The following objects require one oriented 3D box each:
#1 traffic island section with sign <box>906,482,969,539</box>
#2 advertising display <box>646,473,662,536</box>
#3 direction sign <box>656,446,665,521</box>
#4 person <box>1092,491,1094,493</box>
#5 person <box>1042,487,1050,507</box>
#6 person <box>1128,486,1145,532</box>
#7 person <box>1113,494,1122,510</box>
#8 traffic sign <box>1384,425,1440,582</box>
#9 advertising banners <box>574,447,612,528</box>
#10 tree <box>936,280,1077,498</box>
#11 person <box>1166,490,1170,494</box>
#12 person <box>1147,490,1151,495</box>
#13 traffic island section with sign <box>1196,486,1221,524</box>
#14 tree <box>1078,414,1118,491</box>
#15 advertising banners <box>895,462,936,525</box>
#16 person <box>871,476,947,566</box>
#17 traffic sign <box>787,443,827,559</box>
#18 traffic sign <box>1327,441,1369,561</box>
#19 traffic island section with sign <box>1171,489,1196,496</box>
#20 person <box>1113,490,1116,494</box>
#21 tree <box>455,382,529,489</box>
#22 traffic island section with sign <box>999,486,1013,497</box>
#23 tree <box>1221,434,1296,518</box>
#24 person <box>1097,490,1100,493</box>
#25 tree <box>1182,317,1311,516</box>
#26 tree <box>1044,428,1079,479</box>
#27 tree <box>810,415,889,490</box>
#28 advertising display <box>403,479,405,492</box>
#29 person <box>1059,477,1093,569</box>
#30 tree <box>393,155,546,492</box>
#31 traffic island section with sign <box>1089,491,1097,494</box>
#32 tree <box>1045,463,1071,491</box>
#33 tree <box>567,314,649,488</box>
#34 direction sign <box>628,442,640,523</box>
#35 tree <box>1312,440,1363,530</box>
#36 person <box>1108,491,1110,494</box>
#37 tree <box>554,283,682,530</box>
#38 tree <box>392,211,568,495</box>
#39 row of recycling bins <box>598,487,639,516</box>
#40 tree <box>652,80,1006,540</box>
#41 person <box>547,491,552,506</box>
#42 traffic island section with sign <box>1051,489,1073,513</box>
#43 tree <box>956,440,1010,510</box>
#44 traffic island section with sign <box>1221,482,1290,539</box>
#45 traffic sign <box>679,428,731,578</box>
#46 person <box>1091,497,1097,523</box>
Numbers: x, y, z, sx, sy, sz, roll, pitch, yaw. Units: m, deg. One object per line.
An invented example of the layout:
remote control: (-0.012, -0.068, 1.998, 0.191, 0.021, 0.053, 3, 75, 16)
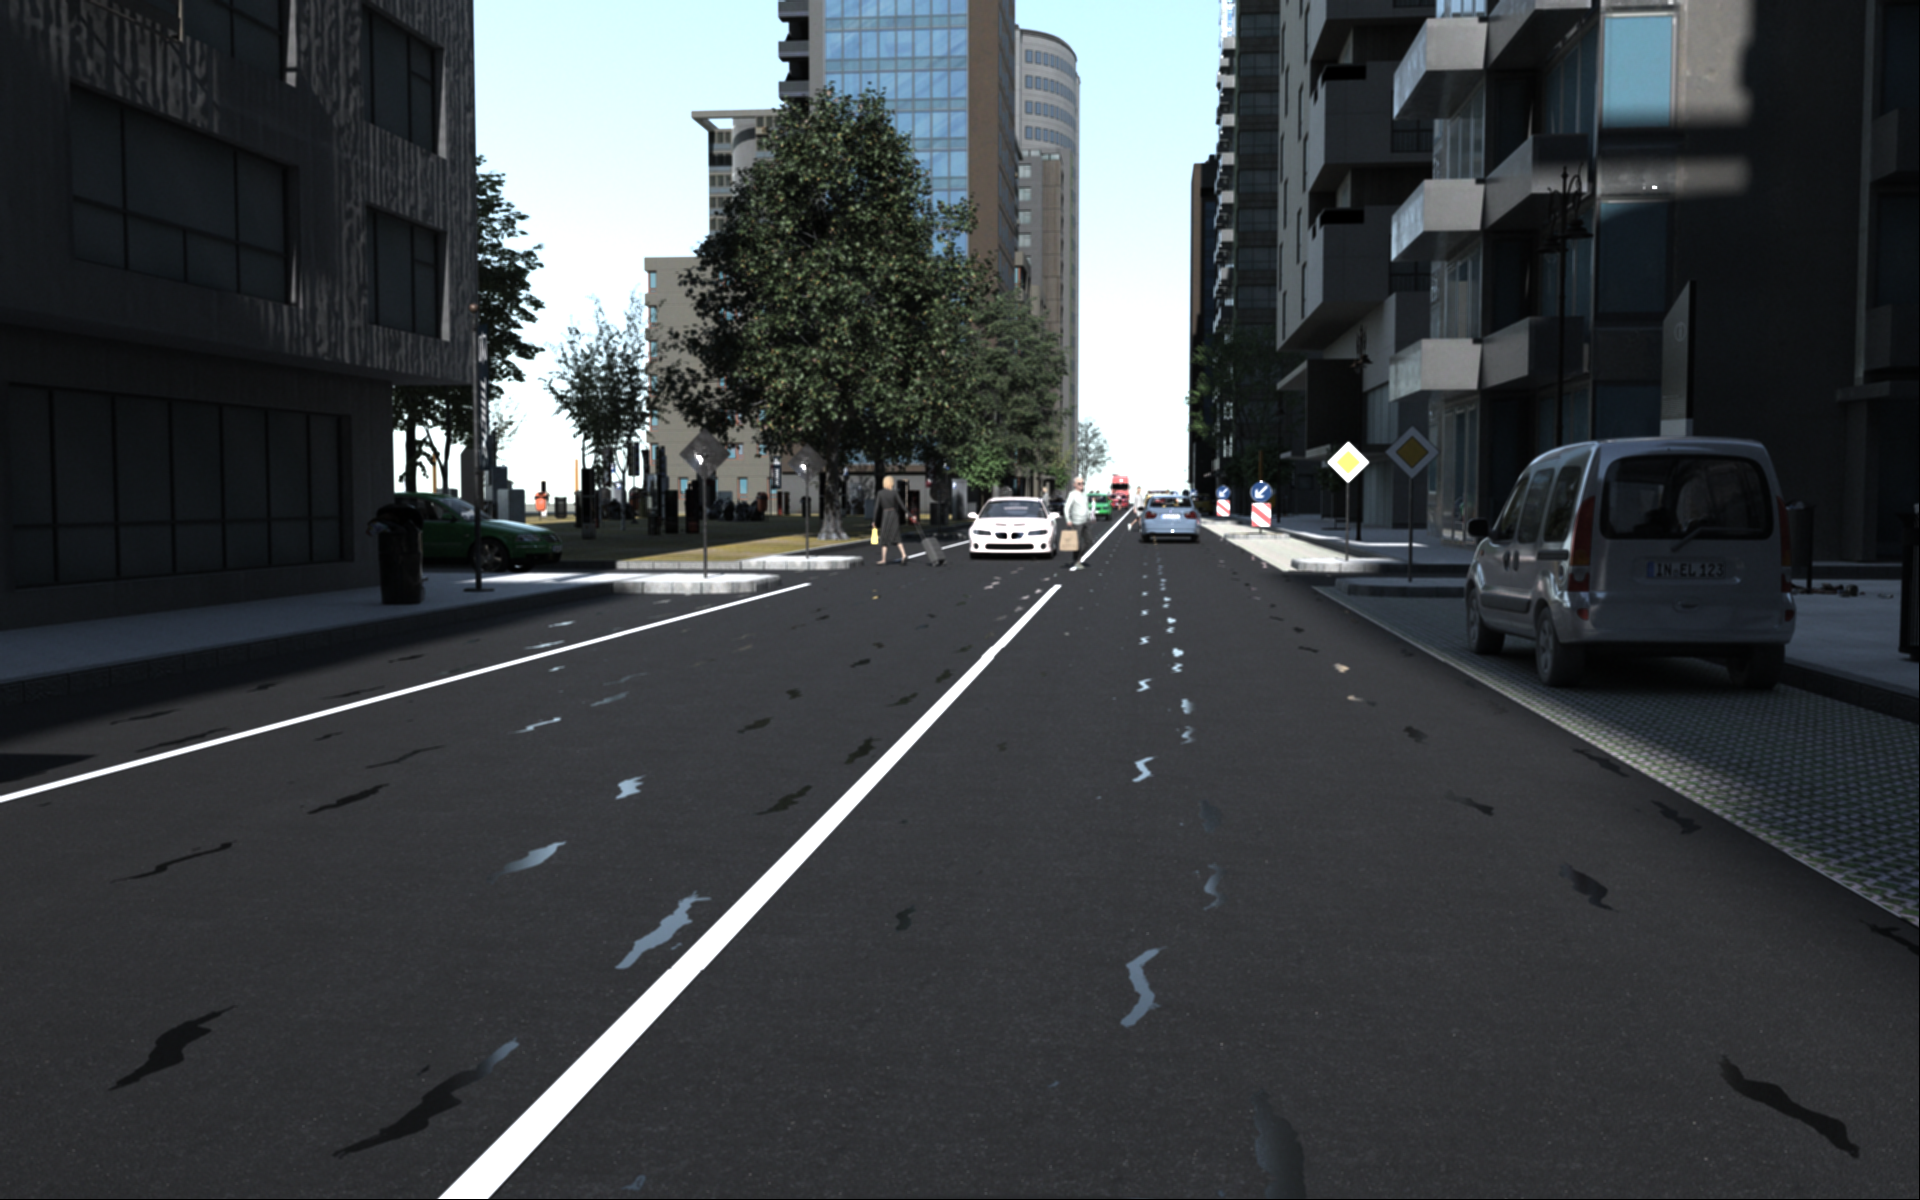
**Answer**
traffic island section with sign: (-0.652, -2.933, 56.586, 1.989, 1.847, 2.006, 0, 4, 6)
advertising display: (-9.535, -2.981, 53.958, 0.123, 1.923, 0.974, -2, 4, -32)
direction sign: (-14.194, -5.509, 82.070, 0.379, 3.537, 0.876, -3, 4, -37)
person: (12.401, -9.451, 163.472, 0.683, 1.767, 0.568, 0, 4, -7)
person: (4.301, -4.765, 86.592, 0.728, 1.800, 0.709, 0, 4, -5)
person: (6.765, -3.469, 65.965, 0.760, 1.731, 0.466, 1, 4, 16)
person: (13.944, -8.640, 152.959, 0.628, 1.438, 0.799, 1, 4, 22)
traffic sign: (6.558, -1.318, 25.185, 0.795, 2.450, 0.064, 0, 4, 6)
advertising banners: (-13.837, -4.230, 65.350, 2.074, 3.025, 0.090, 2, 4, 35)
tree: (2.007, -11.986, 102.634, 9.857, 13.997, 8.962, 0, 3, 0)
person: (13.238, -6.224, 111.079, 0.721, 1.723, 1.217, -3, 4, -38)
person: (15.482, -8.178, 142.992, 0.721, 1.735, 1.217, -1, 4, -14)
traffic island section with sign: (12.408, -4.523, 82.572, 1.989, 1.847, 2.006, 0, 4, 6)
tree: (19.041, -21.737, 265.762, 12.009, 13.543, 11.850, 0, 3, 0)
advertising banners: (-1.932, -4.595, 71.324, 2.074, 3.025, 0.090, 0, 4, -1)
person: (-1.077, -1.584, 34.622, 1.509, 1.804, 0.699, 2, 4, 27)
traffic sign: (-3.022, -1.873, 34.261, 0.795, 2.450, 0.064, 0, 4, 6)
traffic sign: (7.410, -1.803, 33.124, 0.795, 2.450, 0.064, 0, 4, 6)
traffic island section with sign: (20.679, -9.229, 159.521, 1.989, 1.847, 2.006, 0, 4, 6)
person: (18.422, -12.176, 207.212, 1.348, 1.869, 0.705, 2, 4, 29)
tree: (-24.829, -8.561, 90.334, 4.360, 8.622, 3.978, 0, 3, 0)
traffic island section with sign: (2.275, -4.604, 83.902, 1.989, 1.847, 2.006, 0, 4, 6)
tree: (16.743, -6.750, 94.073, 4.285, 4.588, 4.351, 0, 3, 0)
person: (13.865, -10.119, 173.941, 0.705, 1.824, 1.348, -2, 4, -23)
tree: (16.798, -10.699, 100.678, 9.928, 11.665, 9.643, 0, 3, 0)
tree: (10.381, -14.386, 185.569, 4.737, 8.622, 4.395, 0, 3, 0)
tree: (-4.122, -8.097, 82.745, 4.360, 8.622, 3.978, 0, 3, 0)
advertising display: (-24.026, -4.305, 75.607, 0.123, 1.923, 0.974, -3, 5, -44)
person: (2.204, -1.483, 33.233, 0.515, 1.767, 0.782, 3, 5, 42)
tree: (-15.499, -8.066, 50.005, 7.486, 12.596, 7.792, 0, 3, 0)
traffic island section with sign: (19.321, -14.316, 242.694, 1.989, 1.847, 2.006, 0, 4, 6)
tree: (9.872, -12.006, 180.007, 4.285, 4.588, 4.351, 0, 3, 0)
tree: (-15.271, -7.423, 71.724, 4.737, 8.622, 4.395, 0, 3, 0)
direction sign: (-14.228, -5.112, 75.578, 0.379, 3.537, 0.876, -3, 5, -43)
tree: (13.433, -4.148, 62.417, 1.663, 3.219, 1.824, 0, 3, 0)
person: (16.622, -11.235, 192.894, 1.217, 1.736, 0.721, 3, 4, 38)
tree: (-11.877, -6.777, 61.162, 4.360, 8.622, 3.978, 0, 3, 0)
tree: (-12.090, -5.463, 39.685, 4.737, 8.622, 4.395, 0, 3, 0)
row of recycling bins: (-19.091, -5.658, 99.623, 3.534, 1.692, 1.069, -1, 4, -22)
tree: (-3.566, -8.026, 48.230, 9.611, 12.733, 9.660, 0, 3, 0)
person: (-46.600, -11.392, 195.577, 1.217, 1.723, 0.721, 1, 4, 13)
traffic island section with sign: (7.594, -7.636, 133.470, 1.989, 1.847, 2.006, 0, 4, 6)
tree: (1.193, -6.821, 95.234, 4.285, 4.588, 4.351, 0, 3, 0)
traffic island section with sign: (9.527, -2.880, 55.717, 1.989, 1.847, 2.006, 0, 4, 6)
traffic sign: (-3.874, -1.387, 26.321, 0.795, 2.450, 0.064, 0, 4, 6)
person: (6.582, -4.468, 85.826, 0.394, 1.301, 0.425, 1, 4, 12)
